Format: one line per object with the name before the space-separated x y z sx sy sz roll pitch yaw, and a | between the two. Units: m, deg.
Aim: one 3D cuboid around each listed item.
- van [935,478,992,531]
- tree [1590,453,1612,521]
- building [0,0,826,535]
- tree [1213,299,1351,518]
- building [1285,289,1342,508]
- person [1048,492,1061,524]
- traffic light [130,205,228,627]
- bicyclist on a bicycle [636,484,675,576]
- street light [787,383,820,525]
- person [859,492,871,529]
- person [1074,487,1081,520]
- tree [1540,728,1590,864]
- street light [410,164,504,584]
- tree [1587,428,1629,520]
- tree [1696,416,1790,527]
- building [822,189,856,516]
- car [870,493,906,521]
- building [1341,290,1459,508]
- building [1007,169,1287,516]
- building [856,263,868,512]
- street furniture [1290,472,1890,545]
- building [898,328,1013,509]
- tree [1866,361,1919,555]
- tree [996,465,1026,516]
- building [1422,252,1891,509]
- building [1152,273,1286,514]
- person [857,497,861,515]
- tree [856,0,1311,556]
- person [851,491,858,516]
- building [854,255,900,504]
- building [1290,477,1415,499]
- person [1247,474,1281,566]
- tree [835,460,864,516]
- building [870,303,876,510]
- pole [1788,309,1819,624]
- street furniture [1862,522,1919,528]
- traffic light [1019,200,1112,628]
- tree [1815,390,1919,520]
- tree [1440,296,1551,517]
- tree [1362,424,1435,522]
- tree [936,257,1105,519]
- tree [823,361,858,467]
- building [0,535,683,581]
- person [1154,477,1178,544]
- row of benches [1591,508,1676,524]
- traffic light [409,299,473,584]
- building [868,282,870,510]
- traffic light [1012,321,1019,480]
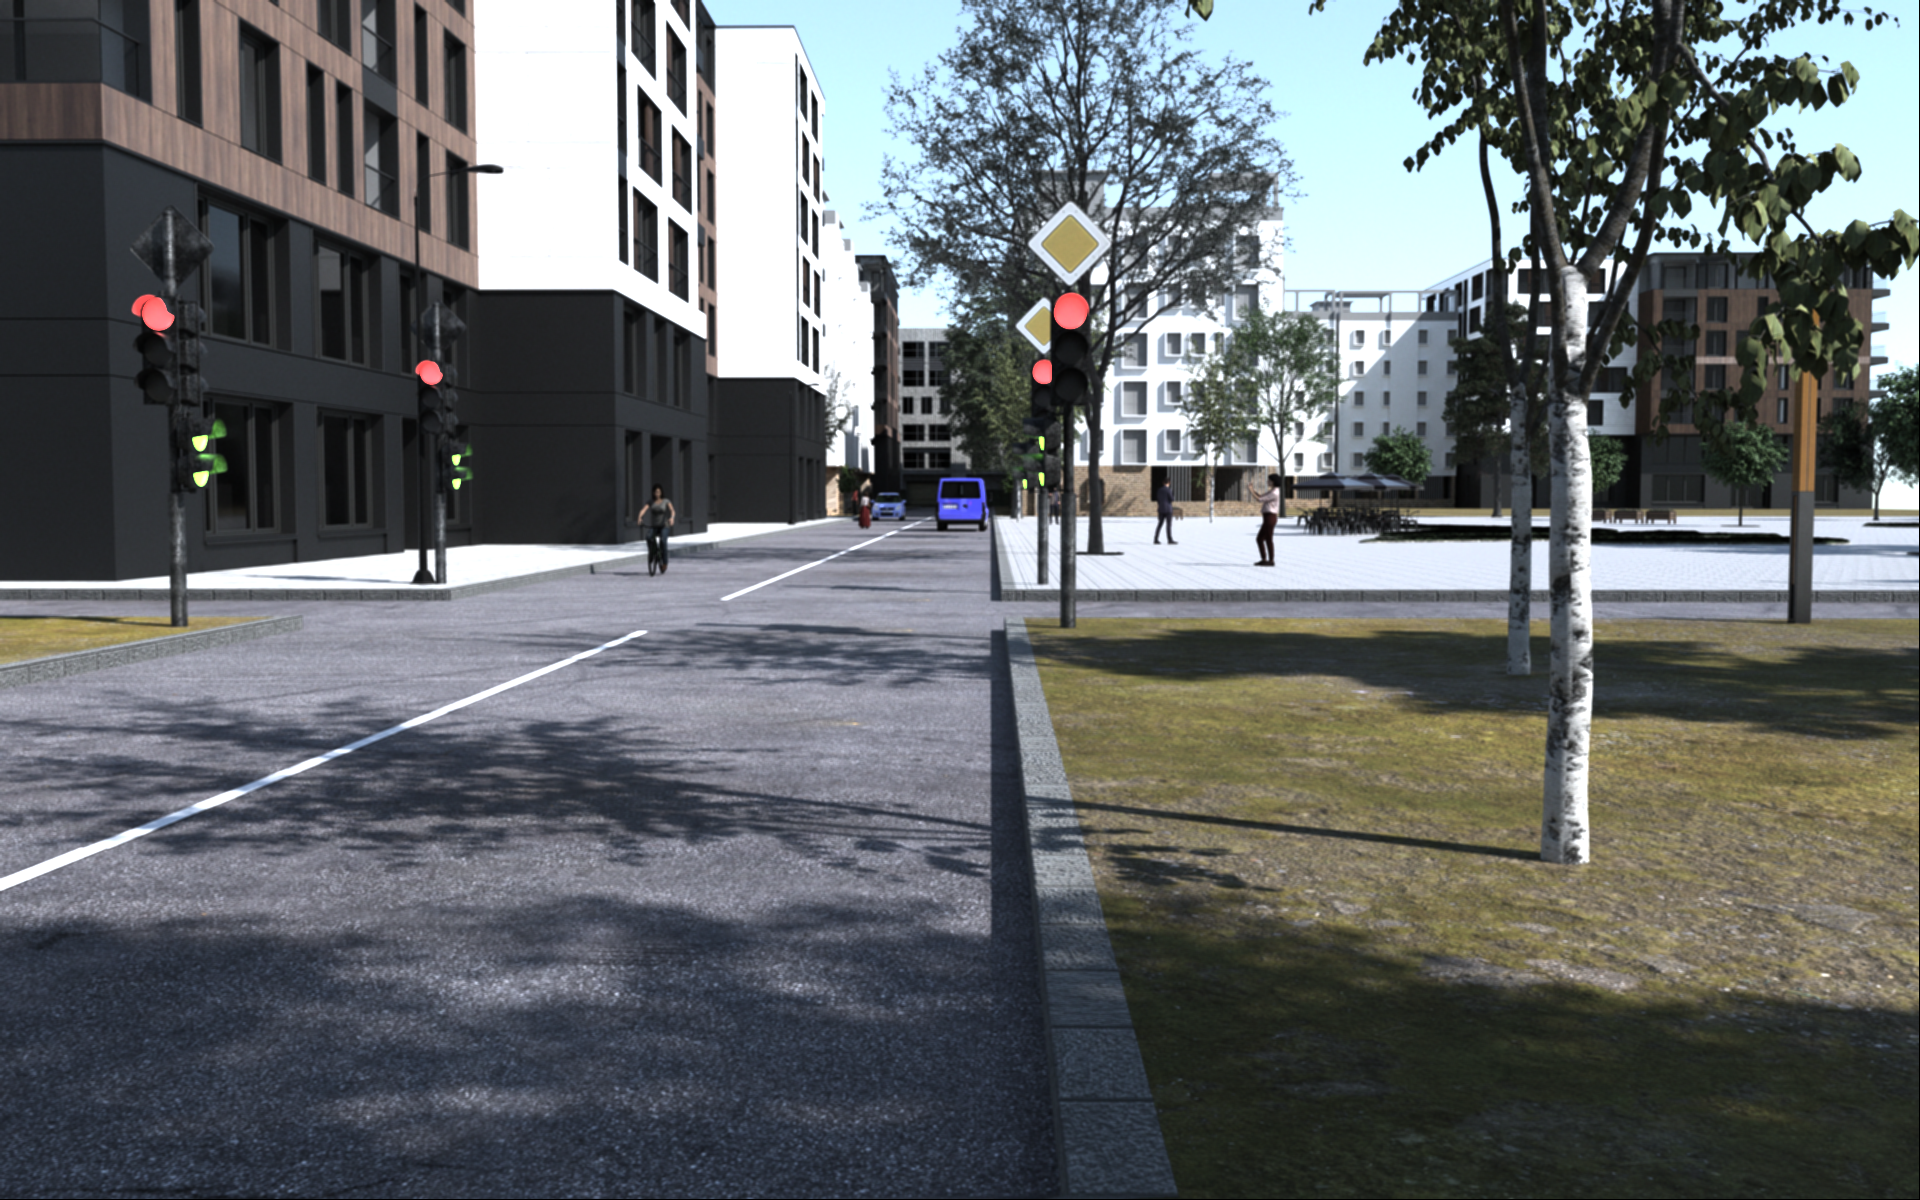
van | 0.109 -3.905 68.225 2.240 2.365 5.245 0 4 2
tree | 30.122 -5.360 82.237 1.663 3.219 1.824 0 3 0
building | -21.202 -14.068 73.989 27.936 21.610 32.646 0 4 1
tree | 17.227 -10.216 92.794 9.928 11.665 9.643 0 3 0
building | 29.010 -18.958 166.378 11.380 20.091 16.016 0 4 1
person | 4.002 -4.074 73.179 0.617 1.759 0.750 0 4 -5
traffic light | -7.542 -1.676 16.654 0.839 4.213 0.868 0 4 1
bicyclist on a bicycle | -5.334 -1.256 30.560 1.499 1.676 1.625 0 4 1
street light | -6.540 -6.120 72.608 1.470 5.913 1.316 0 4 1
person | -3.953 -3.730 71.948 0.523 1.526 0.387 -2 4 -29
person | 5.642 -4.723 84.724 0.517 1.644 0.566 -1 4 -21
tree | 1.925 -3.383 5.680 4.737 8.622 4.395 0 3 0
street light | -7.124 -3.181 24.552 1.470 5.913 1.316 0 4 1
tree | 31.358 -6.235 85.660 4.285 4.588 4.351 0 3 0
tree | 31.013 -5.192 68.605 4.285 4.588 4.351 0 3 0
building | -14.989 -15.255 105.834 16.016 20.091 11.380 0 4 1
car | -3.871 -5.165 94.036 1.945 1.707 3.694 0 4 1
building | 40.404 -18.999 167.060 11.380 20.091 16.016 0 4 1
building | 10.906 -15.311 106.754 16.016 20.091 11.380 0 4 1
building | -14.802 -15.949 117.192 16.016 20.091 11.380 0 4 1
street furniture | 17.874 -3.220 57.672 14.083 1.986 27.439 0 4 7
building | 8.121 -19.925 192.229 31.486 18.905 16.747 0 4 1
tree | 20.908 -3.229 36.502 4.285 4.588 4.351 0 3 0
tree | 3.367 -7.491 117.072 1.663 3.219 1.824 0 3 0
building | 62.338 -19.355 160.422 32.646 21.610 27.936 0 4 1
building | 12.929 -16.006 128.152 16.747 18.905 31.486 0 4 1
person | -6.291 -5.863 105.163 0.557 1.426 1.065 1 4 21
tree | 2.783 -7.708 36.393 12.009 13.543 11.850 0 3 0
person | -6.212 -5.874 102.015 0.705 1.831 1.348 0 4 4
building | -22.408 -19.468 162.283 32.646 21.610 27.936 0 4 1
building | 39.605 -19.901 191.846 31.486 18.905 16.747 0 4 1
person | 5.412 -1.429 30.862 0.517 1.644 0.566 -3 5 -41
tree | -6.561 -6.411 99.418 1.663 3.219 1.824 0 3 0
building | -14.910 -17.356 140.195 16.016 20.091 11.380 0 4 1
pole | 8.341 -1.423 17.116 0.158 3.312 0.155 0 3 0
street furniture | 42.992 -3.140 56.371 14.083 1.986 27.439 0 4 -2
traffic light | 1.018 -1.668 16.520 0.839 4.213 0.868 0 4 1
tree | 52.582 -7.367 83.364 20.602 7.101 11.467 -1 4 -13
tree | 29.660 -10.600 95.370 6.751 12.117 7.091 0 3 0
tree | 20.461 -5.942 80.873 4.285 4.588 4.351 0 3 0
tree | 2.927 -11.225 90.181 9.857 13.997 8.962 0 3 0
tree | -7.660 -8.820 94.573 4.360 8.622 3.978 0 3 0
building | -22.629 -12.064 41.218 27.936 21.610 32.646 0 4 1
person | 5.271 -2.287 44.348 0.530 1.710 0.541 -2 4 -29
row of benches | 29.283 -3.679 75.618 1.422 0.672 4.104 -3 5 -43
traffic light | -7.401 -2.165 24.638 0.839 4.213 0.868 0 4 1
building | -15.275 -16.645 128.560 16.016 20.091 11.380 0 4 1
traffic light | 1.159 -2.156 24.503 0.839 4.213 0.868 0 4 1
